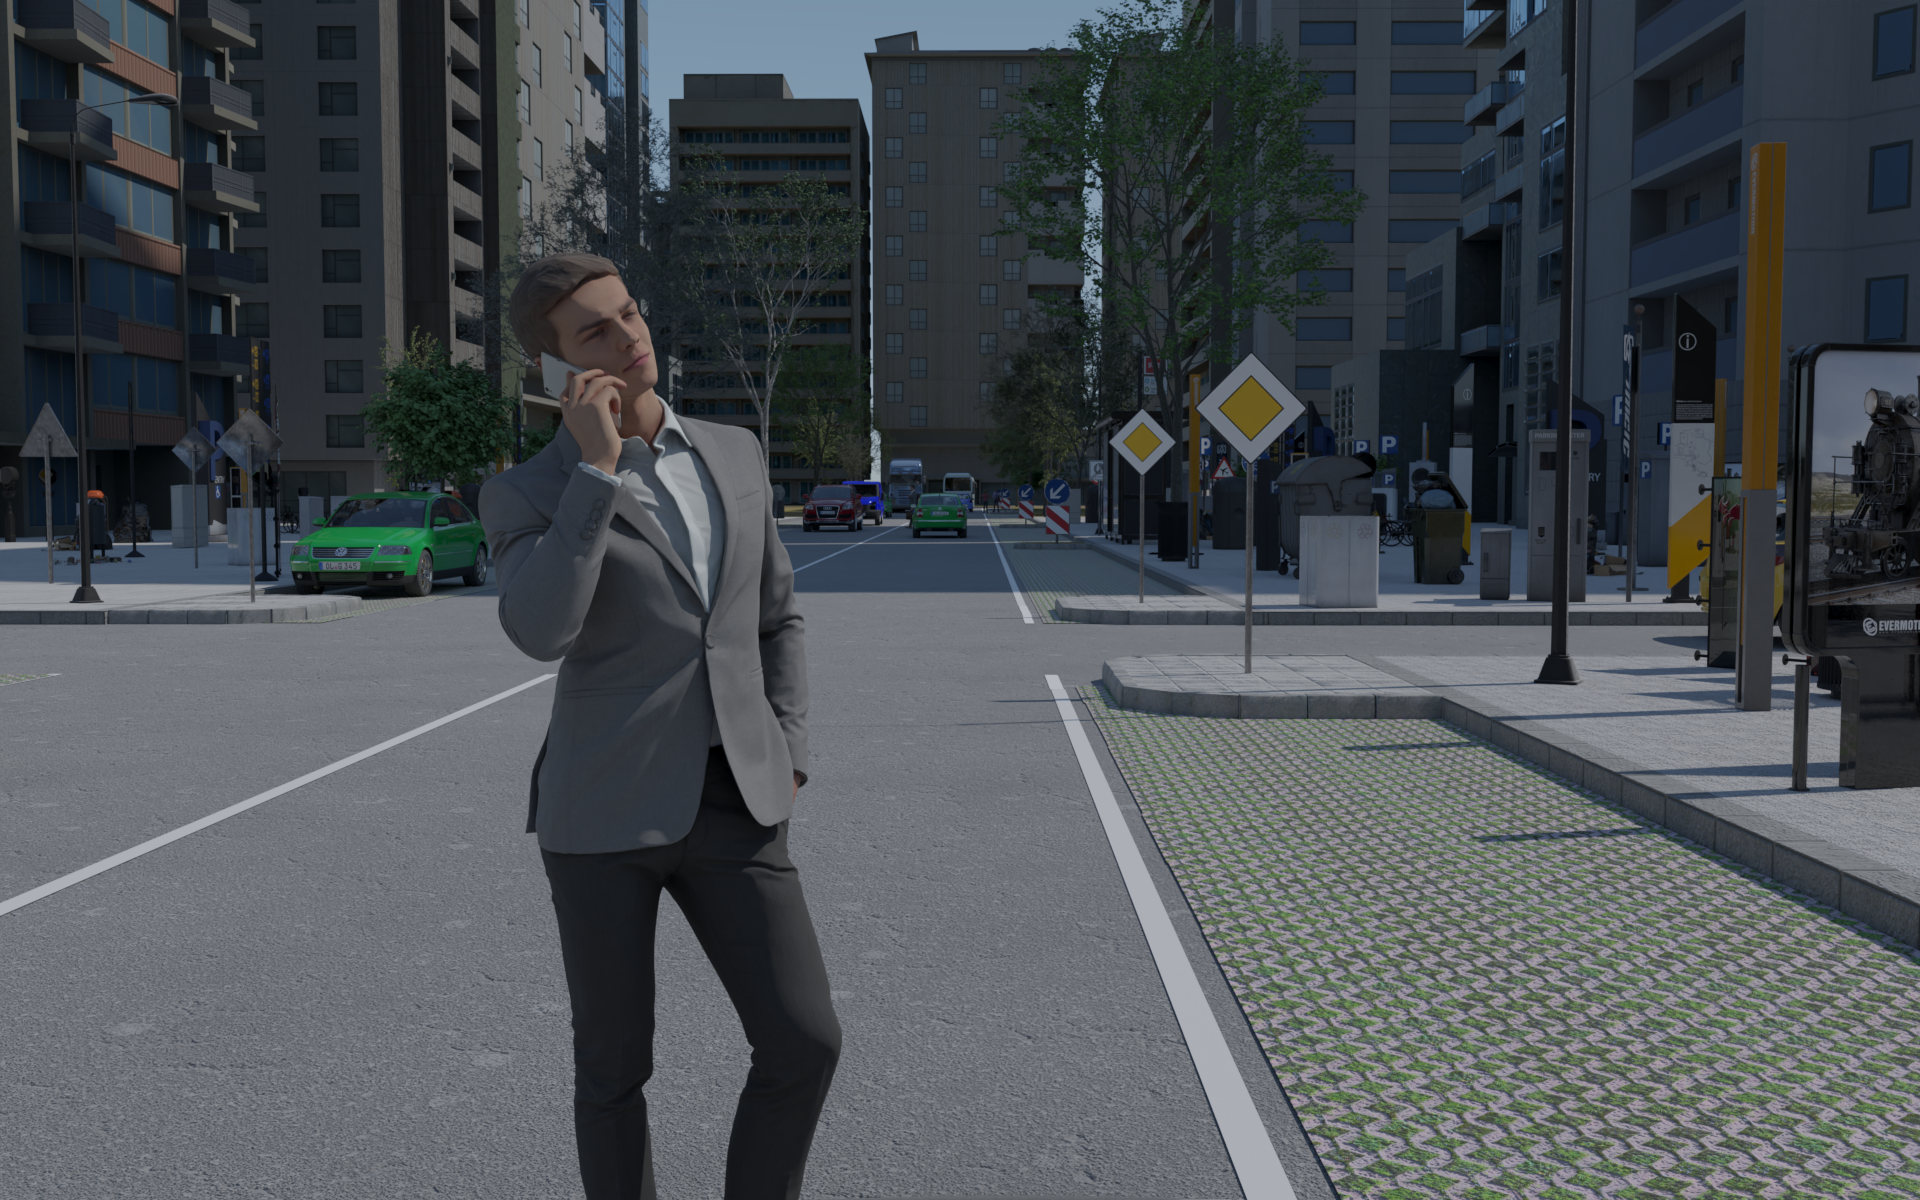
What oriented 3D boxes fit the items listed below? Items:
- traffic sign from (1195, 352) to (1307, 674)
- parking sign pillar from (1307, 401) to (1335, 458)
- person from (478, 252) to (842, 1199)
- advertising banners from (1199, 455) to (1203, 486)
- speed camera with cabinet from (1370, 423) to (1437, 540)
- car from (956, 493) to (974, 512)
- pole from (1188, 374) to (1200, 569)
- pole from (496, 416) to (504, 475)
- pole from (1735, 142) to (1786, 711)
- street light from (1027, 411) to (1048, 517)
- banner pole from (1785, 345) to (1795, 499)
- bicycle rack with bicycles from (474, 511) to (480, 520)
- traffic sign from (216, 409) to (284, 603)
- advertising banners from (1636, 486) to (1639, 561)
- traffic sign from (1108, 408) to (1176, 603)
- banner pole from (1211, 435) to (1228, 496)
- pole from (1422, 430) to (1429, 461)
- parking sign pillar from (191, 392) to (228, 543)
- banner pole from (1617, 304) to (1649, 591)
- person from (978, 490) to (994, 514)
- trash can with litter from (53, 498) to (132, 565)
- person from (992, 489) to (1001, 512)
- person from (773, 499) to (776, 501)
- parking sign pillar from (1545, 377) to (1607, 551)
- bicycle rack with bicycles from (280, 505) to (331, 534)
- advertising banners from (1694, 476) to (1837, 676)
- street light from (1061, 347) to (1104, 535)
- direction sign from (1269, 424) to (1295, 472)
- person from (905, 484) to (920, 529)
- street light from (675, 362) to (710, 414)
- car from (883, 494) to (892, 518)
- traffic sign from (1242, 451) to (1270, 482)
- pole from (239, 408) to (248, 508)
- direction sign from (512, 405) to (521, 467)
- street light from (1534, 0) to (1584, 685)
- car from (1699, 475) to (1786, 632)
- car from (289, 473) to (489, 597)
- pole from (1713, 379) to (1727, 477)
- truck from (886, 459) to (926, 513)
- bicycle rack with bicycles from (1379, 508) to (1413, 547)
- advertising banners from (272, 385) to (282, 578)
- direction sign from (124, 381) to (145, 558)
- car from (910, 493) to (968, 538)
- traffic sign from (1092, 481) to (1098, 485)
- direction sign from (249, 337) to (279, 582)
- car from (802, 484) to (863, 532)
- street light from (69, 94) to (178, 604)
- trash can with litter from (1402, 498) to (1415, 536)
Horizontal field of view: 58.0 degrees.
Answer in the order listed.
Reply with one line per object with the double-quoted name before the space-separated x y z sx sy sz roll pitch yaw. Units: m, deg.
"traffic sign" 2.058 -0.531 12.327 0.795 2.450 0.064 0 4 1
"parking sign pillar" 10.536 -3.795 50.520 1.447 3.967 1.447 2 4 31
"person" -0.455 0.360 2.788 0.592 1.802 0.473 -1 4 -20
"advertising banners" 7.474 -3.652 55.898 0.090 3.025 2.074 2 4 31
"speed camera with cabinet" 12.140 -3.285 48.049 2.038 3.252 0.660 1 4 23
"car" 0.156 -7.786 136.891 1.945 1.707 3.694 0 4 -1
"pole" 4.010 -2.190 29.658 0.158 3.312 0.155 0 3 0
"pole" -11.580 -3.045 43.633 0.158 3.312 0.155 0 3 0
"pole" 4.716 -1.001 10.205 0.158 3.312 0.155 0 3 0
"street light" 4.234 -7.515 95.406 1.470 5.913 1.316 0 4 1
"banner pole" 13.913 -2.382 28.968 0.401 3.779 0.863 1 4 11
"bicycle rack with bicycles" -13.633 -2.419 52.940 2.925 0.926 2.852 0 4 -7
"traffic sign" -8.362 -1.027 20.429 0.795 2.450 0.064 0 4 1
"advertising banners" 13.076 -2.261 33.153 0.090 3.025 2.074 2 4 34
"traffic sign" 2.131 -1.020 20.312 0.795 2.450 0.064 0 4 1
"banner pole" 10.901 -5.090 73.234 0.863 3.779 0.401 1 4 15
"pole" 14.924 -3.778 55.617 0.158 3.312 0.155 0 3 0
"parking sign pillar" -20.059 -3.536 46.294 1.447 3.967 1.447 0 4 -4
"banner pole" 8.826 -2.005 22.800 0.401 3.779 0.863 3 4 39
"person" 1.891 -7.202 126.965 1.217 1.743 0.721 1 4 13
"trash can with litter" -16.324 -1.293 32.198 1.678 1.210 2.233 0 4 -4
"person" 2.864 -7.879 137.192 0.709 1.838 0.599 0 4 3
"person" -18.780 -10.189 175.811 0.721 1.743 1.217 -2 4 -32
"parking sign pillar" 14.139 -3.139 39.787 1.447 3.967 1.447 0 4 5
"bicycle rack with bicycles" -21.507 -2.652 56.736 2.925 0.926 2.852 -3 5 -39
"advertising banners" 6.129 -0.968 12.008 0.090 3.025 2.074 -3 4 -37
"street light" 3.888 -5.032 54.820 1.470 5.913 1.316 0 4 1
"direction sign" 10.468 -3.938 56.380 0.876 3.537 0.379 3 4 37
"person" -1.907 -3.863 71.622 0.822 1.834 0.622 -1 4 -20
"street light" -9.425 -5.407 60.943 1.470 5.913 1.316 0 4 1
"car" -5.120 -5.954 106.146 1.959 1.807 4.718 0 4 0
"traffic sign" 8.094 -2.896 47.453 0.768 2.556 0.104 0 4 4
"pole" -17.018 -2.898 41.224 0.158 3.312 0.155 0 3 0
"direction sign" -11.131 -3.155 43.589 0.379 3.537 0.876 0 4 -4
"street light" 3.533 -2.390 11.617 1.470 5.913 1.316 0 4 1
"car" 9.279 -0.390 16.605 3.980 1.641 2.015 0 4 2
"car" -8.268 -1.014 25.383 1.959 1.807 4.718 0 3 0
"pole" 13.460 -2.255 30.718 0.158 3.312 0.155 0 3 0
"truck" -3.959 -9.000 136.906 2.967 4.110 18.799 0 4 1
"bicycle rack with bicycles" 10.901 -1.815 43.052 2.925 0.926 2.852 1 4 14
"advertising banners" -10.771 -1.904 27.315 0.090 3.025 2.074 -1 4 -20
"direction sign" -16.758 -2.634 35.065 0.379 3.537 0.876 -1 4 -22
"car" -0.690 -2.990 57.681 1.959 1.807 4.718 0 4 -1
"traffic sign" 7.247 -5.560 91.019 0.768 2.556 0.104 0 4 5
"direction sign" -10.248 -2.045 25.428 0.379 3.537 0.876 0 4 -6
"car" -4.896 -3.577 67.161 2.281 1.827 5.304 0 4 1
"street light" -9.773 -2.919 20.260 1.470 5.913 1.316 0 4 1
"trash can with litter" 14.100 -2.564 53.311 0.624 1.170 1.055 -1 4 -23
